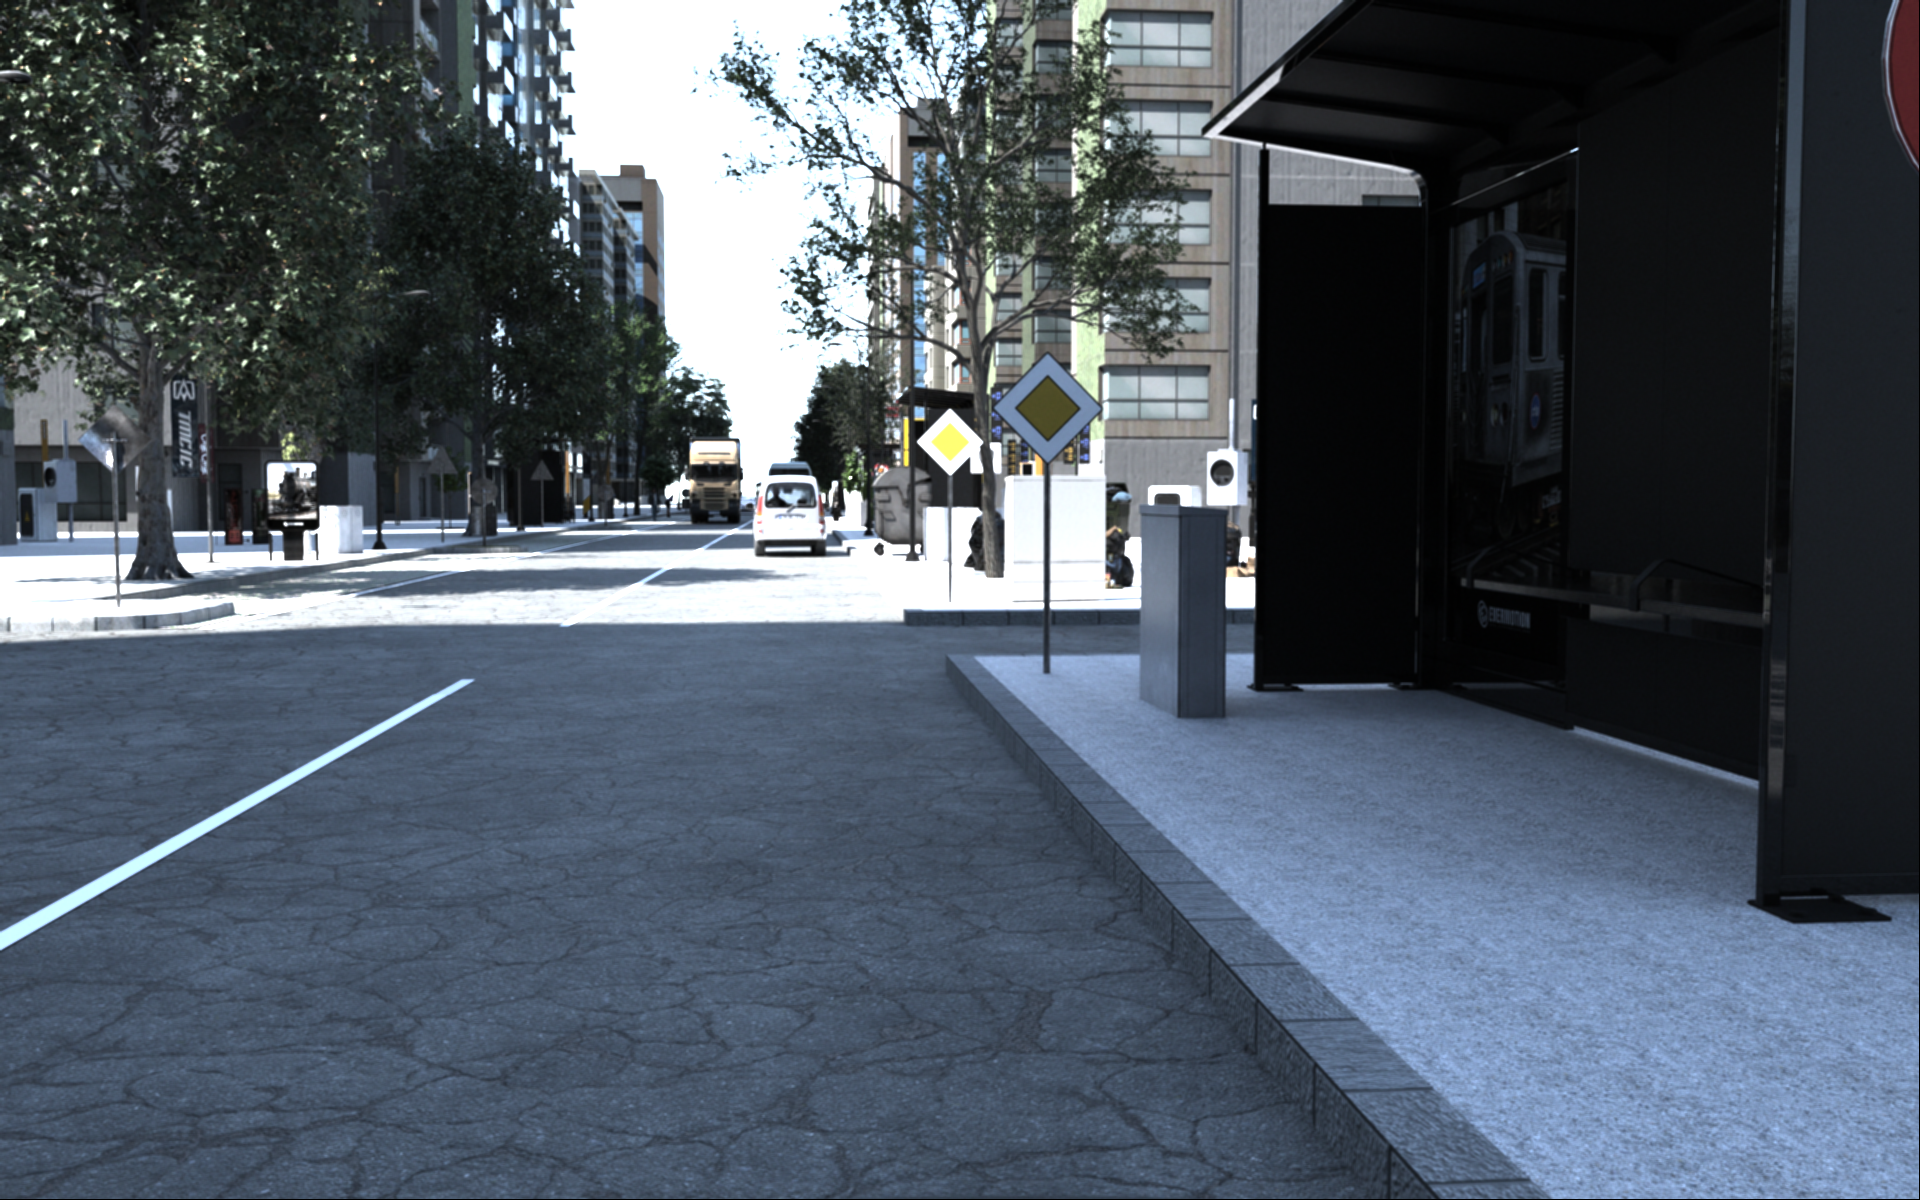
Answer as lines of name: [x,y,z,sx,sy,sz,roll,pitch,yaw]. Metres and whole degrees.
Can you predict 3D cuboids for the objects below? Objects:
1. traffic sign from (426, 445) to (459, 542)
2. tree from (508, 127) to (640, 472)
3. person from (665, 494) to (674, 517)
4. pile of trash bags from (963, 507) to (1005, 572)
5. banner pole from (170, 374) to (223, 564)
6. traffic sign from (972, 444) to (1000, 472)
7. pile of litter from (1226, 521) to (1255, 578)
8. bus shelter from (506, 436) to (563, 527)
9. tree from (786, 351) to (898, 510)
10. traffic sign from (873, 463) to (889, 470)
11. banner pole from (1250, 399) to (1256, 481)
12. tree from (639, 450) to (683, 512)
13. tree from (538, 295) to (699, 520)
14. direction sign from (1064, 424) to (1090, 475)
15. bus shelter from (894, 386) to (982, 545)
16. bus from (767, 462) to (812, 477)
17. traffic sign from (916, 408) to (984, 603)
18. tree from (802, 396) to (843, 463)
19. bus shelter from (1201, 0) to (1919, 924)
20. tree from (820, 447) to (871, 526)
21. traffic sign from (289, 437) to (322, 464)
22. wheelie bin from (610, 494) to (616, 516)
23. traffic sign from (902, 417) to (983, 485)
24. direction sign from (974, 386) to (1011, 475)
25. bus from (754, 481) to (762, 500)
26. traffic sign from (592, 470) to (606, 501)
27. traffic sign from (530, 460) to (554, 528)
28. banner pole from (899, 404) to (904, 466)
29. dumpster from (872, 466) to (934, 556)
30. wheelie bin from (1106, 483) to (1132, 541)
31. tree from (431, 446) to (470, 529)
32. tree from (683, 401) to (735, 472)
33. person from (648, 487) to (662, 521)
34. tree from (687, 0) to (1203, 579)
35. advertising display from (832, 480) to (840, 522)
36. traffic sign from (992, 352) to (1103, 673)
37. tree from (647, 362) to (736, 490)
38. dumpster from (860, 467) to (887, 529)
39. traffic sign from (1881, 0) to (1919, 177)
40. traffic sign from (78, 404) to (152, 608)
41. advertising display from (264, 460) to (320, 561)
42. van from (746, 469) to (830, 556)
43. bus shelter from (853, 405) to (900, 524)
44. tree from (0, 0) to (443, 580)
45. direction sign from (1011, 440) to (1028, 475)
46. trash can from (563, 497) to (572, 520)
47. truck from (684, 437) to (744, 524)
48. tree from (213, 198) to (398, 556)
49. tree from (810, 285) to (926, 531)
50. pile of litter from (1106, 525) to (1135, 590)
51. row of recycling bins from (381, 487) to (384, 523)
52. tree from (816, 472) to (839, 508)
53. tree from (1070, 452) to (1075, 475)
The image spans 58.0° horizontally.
traffic sign: [-13.733,-2.808,45.920,0.884,2.594,0.081,0,4,4]
tree: [-14.515,-8.270,52.223,9.611,12.733,9.660,0,3,0]
person: [-17.762,-5.767,106.021,0.421,1.427,0.697,2,4,34]
pile of trash bags: [1.106,-1.176,28.978,1.912,1.369,3.447,0,4,-5]
banner pole: [-14.095,-2.563,31.922,0.863,3.779,0.401,-2,4,-35]
traffic sign: [0.526,-2.011,35.007,0.606,2.300,0.079,0,4,1]
pile of litter: [4.299,-0.790,26.890,1.719,0.858,1.176,0,4,1]
bus shelter: [-17.355,-4.910,71.567,1.731,3.624,6.357,0,4,-5]
tree: [-9.610,-13.585,139.130,9.611,12.733,9.660,0,3,0]
traffic sign: [-3.243,-4.352,71.264,0.768,2.556,0.104,0,4,4]
banner pole: [7.133,-3.064,40.118,0.863,3.779,0.401,1,4,22]
tree: [-22.182,-8.773,127.160,4.285,4.588,4.351,0,3,0]
tree: [-18.034,-9.891,87.478,9.928,11.665,9.643,0,3,0]
direction sign: [3.022,-3.234,44.872,0.379,3.537,0.876,-3,5,-45]
bus shelter: [-0.538,-3.030,40.820,1.731,3.624,6.357,0,4,-5]
bus: [-10.457,-6.785,105.787,2.948,3.499,13.247,0,4,-6]
traffic sign: [-0.118,-1.018,20.289,0.795,2.450,0.064,0,4,-5]
tree: [-12.136,-15.141,165.682,7.486,12.596,7.792,0,3,0]
bus shelter: [2.693,-1.039,8.264,1.731,3.624,6.357,0,4,-5]
tree: [-4.326,-4.595,69.723,1.663,3.219,1.824,0,3,0]
traffic sign: [-14.662,-2.366,38.786,0.768,2.556,0.104,0,4,2]
wheelie bin: [-19.072,-5.247,93.691,0.980,1.594,0.693,1,4,8]
traffic sign: [-0.390,-3.170,45.696,2.265,3.308,0.079,0,4,3]
direction sign: [0.595,-2.742,36.826,0.379,3.537,0.876,-3,5,-42]
bus: [-26.856,-14.953,239.341,2.948,3.499,13.247,0,4,-5]
traffic sign: [-19.404,-5.681,92.885,0.884,2.594,0.081,0,4,2]
traffic sign: [-15.853,-4.018,65.694,0.884,2.594,0.081,0,4,1]
banner pole: [-1.614,-3.557,48.166,0.401,3.779,0.863,0,4,-6]
dumpster: [-1.194,-1.871,36.349,1.264,1.857,1.865,0,4,-5]
wheelie bin: [4.265,-2.414,47.372,0.980,1.594,0.693,3,4,36]
tree: [-18.772,-4.208,63.397,1.663,3.219,1.824,0,3,0]
tree: [-30.201,-17.746,208.273,7.486,12.596,7.792,0,3,0]
person: [-16.123,-5.045,91.335,0.721,1.781,0.623,3,4,36]
tree: [0.220,-5.614,26.197,7.601,10.594,8.767,2,4,23]
advertising display: [-5.779,-4.620,80.744,0.123,1.923,0.974,-1,4,-20]
traffic sign: [0.618,-0.532,12.338,0.795,2.450,0.064,0,4,-5]
tree: [-26.090,-16.016,168.513,9.857,13.997,8.962,0,3,0]
dumpster: [-2.890,-3.750,63.813,1.502,2.255,1.985,0,4,-5]
traffic sign: [2.269,-0.215,3.627,0.768,2.556,0.104,0,4,1]
traffic sign: [-9.474,-0.967,19.447,0.795,2.450,0.064,0,4,-5]
advertising display: [-12.733,-1.703,33.054,0.974,1.923,0.123,0,4,-8]
van: [-4.085,-2.095,41.265,2.013,2.044,4.112,0,4,-7]
bus shelter: [-3.545,-6.025,76.145,2.179,5.291,8.768,0,4,-5]
tree: [-12.172,-6.652,25.771,9.611,12.733,9.660,0,3,0]
direction sign: [2.422,-4.906,72.202,0.876,3.537,0.379,-1,4,-11]
trash can: [-19.523,-4.527,85.663,0.748,1.137,0.748,0,3,0]
truck: [-12.336,-6.043,87.710,2.839,4.237,11.283,0,4,-7]
tree: [-13.829,-5.225,35.797,4.737,8.622,4.395,0,3,0]
tree: [-2.978,-6.671,59.430,4.360,8.622,3.978,0,3,0]
pile of litter: [1.809,-0.595,23.690,1.176,0.858,1.719,2,4,33]
row of recycling bins: [-25.918,-4.229,76.254,1.069,1.692,3.534,-1,4,-15]
tree: [-11.755,-10.584,156.766,4.285,4.588,4.351,0,3,0]
tree: [6.748,-5.856,79.455,4.285,4.588,4.351,0,3,0]
